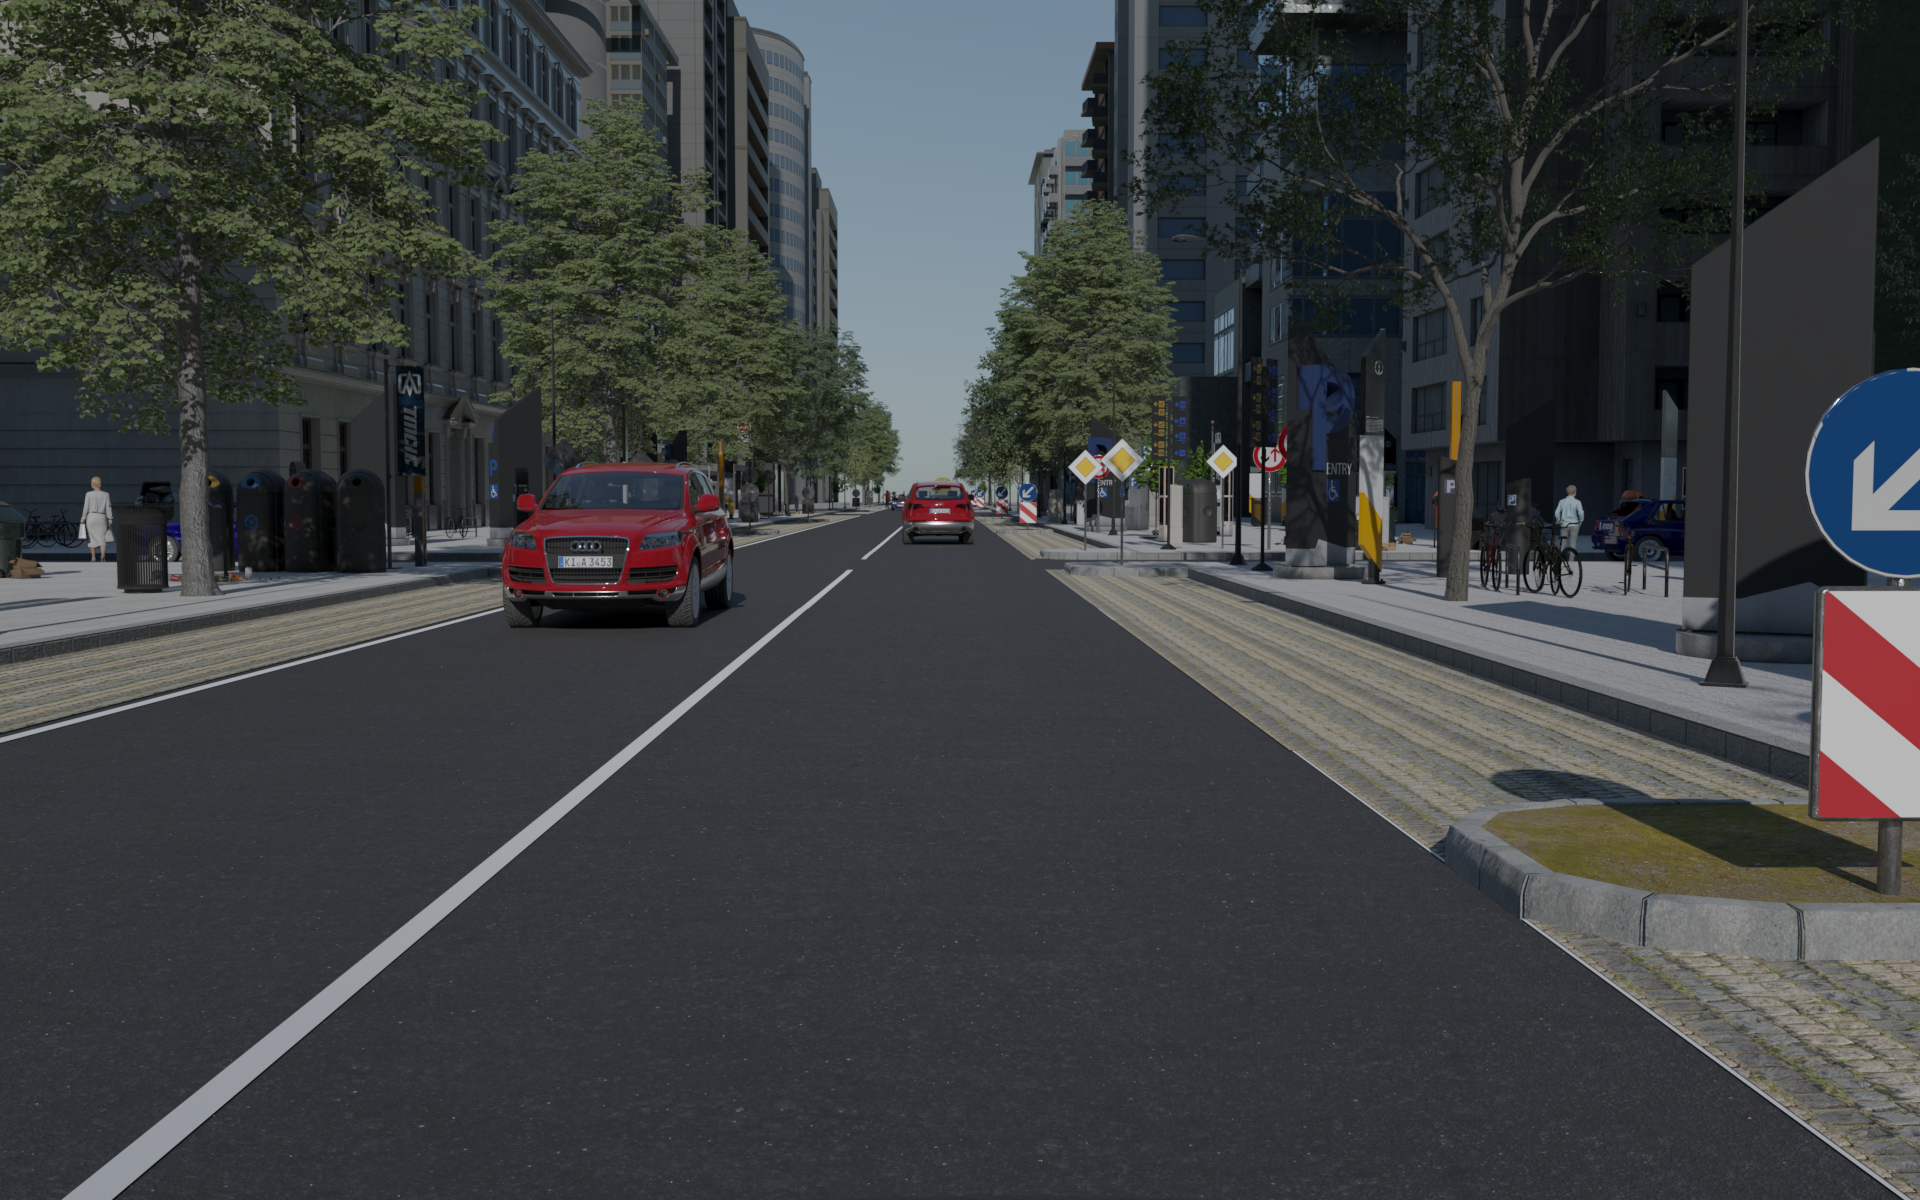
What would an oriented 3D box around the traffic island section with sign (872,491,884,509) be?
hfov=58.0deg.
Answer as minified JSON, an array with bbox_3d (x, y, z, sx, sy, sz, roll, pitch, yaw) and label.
[{"bbox_3d":[-8.535,-9.606,165.693,1.989,1.847,2.006,0,4,-1],"label":"traffic island section with sign"}]

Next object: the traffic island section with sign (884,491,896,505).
[{"bbox_3d":[-9.117,-13.038,221.797,1.989,1.847,2.006,0,4,-1],"label":"traffic island section with sign"}]

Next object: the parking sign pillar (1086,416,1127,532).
[{"bbox_3d":[4.985,-4.328,59.234,1.447,3.967,1.447,2,4,34],"label":"parking sign pillar"}]

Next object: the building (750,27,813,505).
[{"bbox_3d":[-30.230,-41.393,218.767,21.231,58.520,28.212,0,4,-1],"label":"building"}]

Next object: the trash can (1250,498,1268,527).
[{"bbox_3d":[11.704,-3.436,67.825,0.748,1.137,0.748,0,3,0],"label":"trash can"}]

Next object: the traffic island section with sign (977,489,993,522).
[{"bbox_3d":[2.024,-4.925,89.148,1.989,1.847,2.006,0,4,-1],"label":"traffic island section with sign"}]

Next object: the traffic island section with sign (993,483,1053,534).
[{"bbox_3d":[2.295,-3.276,62.195,1.989,1.847,2.006,0,4,-1],"label":"traffic island section with sign"}]

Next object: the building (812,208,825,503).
[{"bbox_3d":[-26.428,-34.139,241.759,14.154,41.232,14.086,0,4,-1],"label":"building"}]

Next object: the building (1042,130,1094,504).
[{"bbox_3d":[22.367,-37.286,229.238,23.786,49.044,30.456,0,4,-1],"label":"building"}]

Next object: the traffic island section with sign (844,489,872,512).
[{"bbox_3d":[-8.254,-7.958,138.740,1.989,1.847,2.006,0,4,-1],"label":"traffic island section with sign"}]

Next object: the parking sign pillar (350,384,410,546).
[{"bbox_3d":[-14.428,-3.331,42.935,1.447,3.967,1.447,1,4,20],"label":"parking sign pillar"}]

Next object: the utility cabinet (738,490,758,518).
[{"bbox_3d":[-11.321,-5.131,92.574,1.173,1.500,0.318,3,4,36],"label":"utility cabinet"}]

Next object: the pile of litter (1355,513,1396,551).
[{"bbox_3d":[9.435,-1.579,39.780,1.176,0.858,1.719,0,4,8],"label":"pile of litter"}]

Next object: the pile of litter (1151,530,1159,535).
[{"bbox_3d":[6.507,-2.425,53.618,1.176,0.858,1.719,0,4,6],"label":"pile of litter"}]

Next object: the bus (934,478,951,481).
[{"bbox_3d":[-2.571,-16.354,258.933,2.896,3.916,12.252,0,4,0],"label":"bus"}]

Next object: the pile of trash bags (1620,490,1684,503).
[{"bbox_3d":[16.784,-1.935,41.397,3.447,1.369,1.912,-3,5,-42],"label":"pile of trash bags"}]

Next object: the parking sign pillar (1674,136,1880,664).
[{"bbox_3d":[6.460,-1.540,13.655,1.447,3.967,1.447,2,4,30],"label":"parking sign pillar"}]

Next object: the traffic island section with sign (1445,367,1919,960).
[{"bbox_3d":[2.873,0.147,6.232,1.989,1.847,2.006,0,4,-1],"label":"traffic island section with sign"}]

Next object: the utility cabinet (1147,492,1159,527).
[{"bbox_3d":[7.142,-3.597,67.487,1.173,1.500,0.318,3,4,36],"label":"utility cabinet"}]

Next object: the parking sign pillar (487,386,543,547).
[{"bbox_3d":[-10.978,-3.322,42.795,1.447,3.967,1.447,3,5,41],"label":"parking sign pillar"}]

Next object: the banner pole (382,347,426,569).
[{"bbox_3d":[-9.580,-2.428,29.721,0.863,3.779,0.401,-1,4,-10],"label":"banner pole"}]

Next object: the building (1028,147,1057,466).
[{"bbox_3d":[25.147,-40.982,259.285,28.713,52.752,27.495,0,4,-1],"label":"building"}]

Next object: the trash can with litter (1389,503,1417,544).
[{"bbox_3d":[11.184,-2.032,44.605,1.055,1.170,0.624,0,4,-6],"label":"trash can with litter"}]

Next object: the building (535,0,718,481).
[{"bbox_3d":[-34.423,-26.552,126.011,32.217,40.220,23.993,0,4,-1],"label":"building"}]

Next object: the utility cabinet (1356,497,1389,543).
[{"bbox_3d":[9.767,-1.859,41.554,1.020,1.237,0.306,1,4,14],"label":"utility cabinet"}]

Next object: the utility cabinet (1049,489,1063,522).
[{"bbox_3d":[4.403,-4.248,78.140,0.318,1.500,1.173,2,4,28],"label":"utility cabinet"}]

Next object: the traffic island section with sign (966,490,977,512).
[{"bbox_3d":[1.507,-7.975,139.013,1.989,1.847,2.006,0,4,-1],"label":"traffic island section with sign"}]

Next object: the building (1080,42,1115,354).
[{"bbox_3d":[23.140,-31.385,167.770,22.147,44.769,28.867,0,4,-1],"label":"building"}]

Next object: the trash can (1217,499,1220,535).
[{"bbox_3d":[8.238,-2.639,54.798,0.748,1.137,0.748,0,3,0],"label":"trash can"}]

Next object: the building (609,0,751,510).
[{"bbox_3d":[-28.533,-43.412,148.041,20.563,71.187,20.611,0,4,-1],"label":"building"}]

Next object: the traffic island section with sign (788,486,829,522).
[{"bbox_3d":[-7.744,-4.911,88.917,1.989,1.847,2.006,0,4,-1],"label":"traffic island section with sign"}]

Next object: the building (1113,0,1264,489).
[{"bbox_3d":[22.870,-36.488,138.577,21.231,58.520,28.212,0,4,-1],"label":"building"}]

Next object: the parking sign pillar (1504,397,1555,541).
[{"bbox_3d":[15.888,-3.661,48.322,1.447,3.967,1.447,1,4,18],"label":"parking sign pillar"}]

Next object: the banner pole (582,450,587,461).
[{"bbox_3d":[-15.839,-5.082,73.103,0.401,3.779,0.863,0,4,6],"label":"banner pole"}]

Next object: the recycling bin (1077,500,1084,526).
[{"bbox_3d":[5.164,-3.505,69.865,0.722,1.027,0.722,2,4,25],"label":"recycling bin"}]

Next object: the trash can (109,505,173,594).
[{"bbox_3d":[-10.612,-0.662,22.472,0.748,1.137,0.748,0,3,0],"label":"trash can"}]

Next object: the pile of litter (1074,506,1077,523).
[{"bbox_3d":[5.522,-3.788,75.897,1.176,0.858,1.719,2,4,25],"label":"pile of litter"}]

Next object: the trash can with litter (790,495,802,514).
[{"bbox_3d":[-10.528,-6.242,113.113,1.678,1.210,2.233,0,3,0],"label":"trash can with litter"}]

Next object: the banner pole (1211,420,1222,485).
[{"bbox_3d":[8.669,-4.205,58.773,0.401,3.779,0.863,-1,4,-21],"label":"banner pole"}]

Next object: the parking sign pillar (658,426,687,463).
[{"bbox_3d":[-10.737,-4.708,65.442,1.447,3.967,1.447,1,4,13],"label":"parking sign pillar"}]

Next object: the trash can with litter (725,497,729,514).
[{"bbox_3d":[-11.027,-4.101,78.442,1.055,1.170,0.624,-2,4,-28],"label":"trash can with litter"}]

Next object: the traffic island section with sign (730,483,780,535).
[{"bbox_3d":[-7.470,-3.249,61.742,1.989,1.847,2.006,0,4,-1],"label":"traffic island section with sign"}]

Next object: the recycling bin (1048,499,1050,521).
[{"bbox_3d":[4.601,-4.249,82.028,0.722,1.027,0.722,1,4,21],"label":"recycling bin"}]

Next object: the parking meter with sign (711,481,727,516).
[{"bbox_3d":[-14.417,-6.528,102.999,0.543,3.016,1.738,-3,5,-43],"label":"parking meter with sign"}]

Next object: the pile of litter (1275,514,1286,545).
[{"bbox_3d":[8.545,-1.805,43.473,1.176,0.858,1.719,0,4,-4],"label":"pile of litter"}]

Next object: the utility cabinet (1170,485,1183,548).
[{"bbox_3d":[5.166,-2.005,41.459,0.318,1.500,1.173,0,4,5],"label":"utility cabinet"}]

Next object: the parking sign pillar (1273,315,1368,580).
[{"bbox_3d":[5.555,-2.329,26.557,1.447,3.967,1.447,-3,5,-44],"label":"parking sign pillar"}]

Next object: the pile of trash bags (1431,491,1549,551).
[{"bbox_3d":[12.132,-1.874,40.386,1.912,1.369,3.447,-1,4,-21],"label":"pile of trash bags"}]

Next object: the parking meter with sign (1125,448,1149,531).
[{"bbox_3d":[6.305,-3.985,61.410,0.543,3.016,1.738,2,4,34],"label":"parking meter with sign"}]

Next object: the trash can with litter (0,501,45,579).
[{"bbox_3d":[-14.412,-0.923,26.473,1.055,1.170,0.624,2,4,27],"label":"trash can with litter"}]

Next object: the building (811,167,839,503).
[{"bbox_3d":[-29.548,-38.891,259.572,21.300,48.544,21.600,0,4,-1],"label":"building"}]

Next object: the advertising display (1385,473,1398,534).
[{"bbox_3d":[13.467,-2.990,54.107,0.123,1.923,0.974,0,4,-2],"label":"advertising display"}]

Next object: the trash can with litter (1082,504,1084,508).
[{"bbox_3d":[5.010,-3.161,63.068,1.055,1.170,0.624,-1,4,-13],"label":"trash can with litter"}]

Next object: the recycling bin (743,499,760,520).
[{"bbox_3d":[-10.476,-4.548,86.906,0.722,1.027,0.722,-1,4,-21],"label":"recycling bin"}]

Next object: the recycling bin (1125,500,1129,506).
[{"bbox_3d":[6.906,-3.481,69.468,0.722,1.027,0.722,-2,4,-25],"label":"recycling bin"}]

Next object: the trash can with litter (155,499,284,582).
[{"bbox_3d":[-11.384,-0.901,25.782,2.233,1.210,1.678,1,4,19],"label":"trash can with litter"}]
